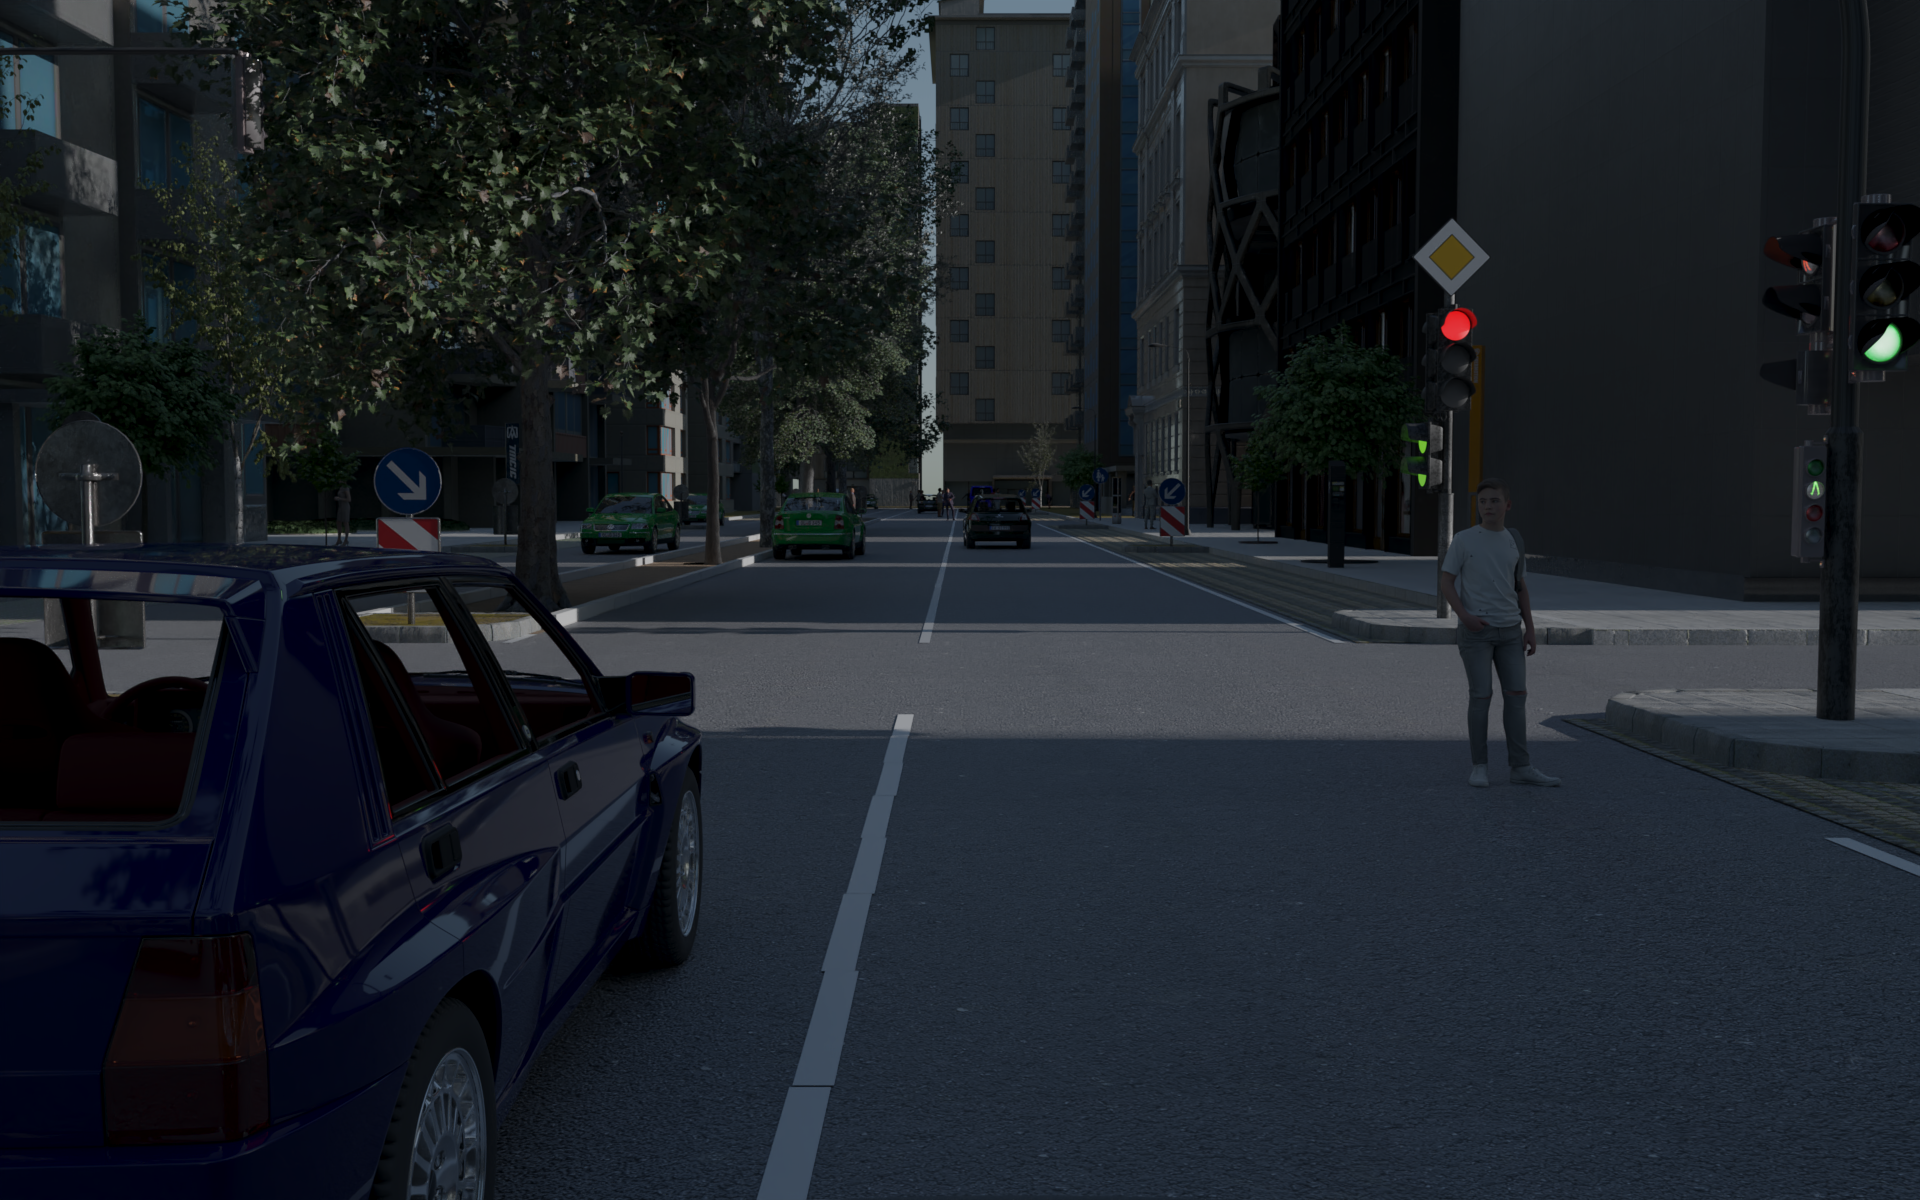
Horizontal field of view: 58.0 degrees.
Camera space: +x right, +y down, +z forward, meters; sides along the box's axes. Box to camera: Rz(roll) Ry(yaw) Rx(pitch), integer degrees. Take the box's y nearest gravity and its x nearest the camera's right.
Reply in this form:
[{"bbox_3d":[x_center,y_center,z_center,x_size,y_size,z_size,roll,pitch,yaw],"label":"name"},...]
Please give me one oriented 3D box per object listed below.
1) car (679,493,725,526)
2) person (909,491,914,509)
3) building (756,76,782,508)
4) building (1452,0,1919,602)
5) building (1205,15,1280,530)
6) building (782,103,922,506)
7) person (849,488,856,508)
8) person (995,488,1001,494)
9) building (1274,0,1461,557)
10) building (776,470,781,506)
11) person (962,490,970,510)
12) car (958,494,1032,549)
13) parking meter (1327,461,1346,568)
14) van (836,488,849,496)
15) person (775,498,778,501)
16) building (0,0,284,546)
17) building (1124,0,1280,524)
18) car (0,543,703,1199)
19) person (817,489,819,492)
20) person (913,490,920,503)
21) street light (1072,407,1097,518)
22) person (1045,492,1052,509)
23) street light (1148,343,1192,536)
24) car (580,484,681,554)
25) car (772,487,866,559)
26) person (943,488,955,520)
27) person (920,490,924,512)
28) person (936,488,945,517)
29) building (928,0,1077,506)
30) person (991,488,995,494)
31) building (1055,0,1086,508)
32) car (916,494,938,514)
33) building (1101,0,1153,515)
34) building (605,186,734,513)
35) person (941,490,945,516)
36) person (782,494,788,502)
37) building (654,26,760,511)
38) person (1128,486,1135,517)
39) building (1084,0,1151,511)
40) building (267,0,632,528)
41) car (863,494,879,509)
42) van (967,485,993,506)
[{"bbox_3d":[-11.534,-4.141,76.510,1.959,1.807,4.718,0,4,1],"label":"car"},{"bbox_3d":[-4.651,-9.585,165.764,0.434,1.755,0.990,0,4,8],"label":"person"},{"bbox_3d":[-29.814,-34.469,152.805,27.495,52.752,28.713,0,3,0],"label":"building"},{"bbox_3d":[21.219,-14.163,25.080,24.014,27.812,14.314,0,3,0],"label":"building"},{"bbox_3d":[17.539,-12.065,64.707,16.820,18.784,16.811,0,3,0],"label":"building"},{"bbox_3d":[-11.069,-30.655,184.804,14.086,41.232,14.154,0,3,0],"label":"building"},{"bbox_3d":[-6.003,-5.396,97.271,0.434,1.755,0.990,0,4,-5],"label":"person"},{"bbox_3d":[2.526,-6.473,114.331,1.348,1.824,0.705,-2,4,-28],"label":"person"},{"bbox_3d":[15.457,-13.028,42.692,12.332,23.373,15.834,0,3,0],"label":"building"},{"bbox_3d":[-25.444,-30.670,185.054,14.086,41.232,14.154,0,3,0],"label":"building"},{"bbox_3d":[0.810,-8.927,154.480,1.348,1.821,0.705,0,4,5],"label":"person"},{"bbox_3d":[0.973,-2.253,46.629,2.009,1.686,4.222,0,4,-1],"label":"car"},{"bbox_3d":[6.554,-1.495,30.149,0.255,1.863,0.399,0,4,5],"label":"parking meter"},{"bbox_3d":[-8.551,-6.968,120.939,2.013,2.044,4.112,0,4,-1],"label":"van"},{"bbox_3d":[-14.043,-7.323,129.039,1.065,1.426,0.557,1,4,22],"label":"person"},{"bbox_3d":[-28.622,-25.304,33.335,23.786,49.044,30.456,0,3,0],"label":"building"},{"bbox_3d":[15.627,-18.161,82.835,13.634,28.700,20.117,0,3,0],"label":"building"},{"bbox_3d":[-1.676,0.518,4.111,1.945,1.354,3.894,0,3,0],"label":"car"},{"bbox_3d":[-13.962,-10.041,170.233,1.348,1.822,0.705,-2,4,-27],"label":"person"},{"bbox_3d":[-3.666,-8.818,152.669,0.705,1.824,1.348,-2,4,-33],"label":"person"},{"bbox_3d":[6.637,-7.314,92.131,1.470,5.913,1.316,0,3,0],"label":"street light"},{"bbox_3d":[7.646,-8.605,149.973,0.697,1.427,0.421,-3,5,-40],"label":"person"},{"bbox_3d":[6.495,-4.955,53.551,1.470,5.913,1.316,0,3,0],"label":"street light"},{"bbox_3d":[-8.135,-2.088,42.936,1.959,1.807,4.718,0,4,2],"label":"car"},{"bbox_3d":[-3.161,-1.869,39.353,1.959,1.807,4.718,0,4,2],"label":"car"},{"bbox_3d":[-0.566,-5.218,94.261,0.683,1.767,0.568,0,4,-1],"label":"person"},{"bbox_3d":[-2.862,-7.745,135.858,0.721,1.743,1.217,1,4,19],"label":"person"},{"bbox_3d":[-1.215,-6.014,106.826,0.705,1.824,1.348,-2,4,-26],"label":"person"},{"bbox_3d":[10.466,-36.850,191.736,27.495,52.752,28.713,0,3,0],"label":"building"},{"bbox_3d":[2.366,-6.952,122.105,1.348,1.831,0.705,-1,4,-17],"label":"person"},{"bbox_3d":[20.685,-32.505,151.057,23.786,49.044,30.456,0,3,0],"label":"building"},{"bbox_3d":[-2.259,-7.187,127.288,2.009,1.686,4.222,0,4,0],"label":"car"},{"bbox_3d":[25.579,-25.547,109.573,32.217,40.220,23.993,0,3,0],"label":"building"},{"bbox_3d":[-29.852,-16.058,107.595,27.650,21.520,28.899,0,3,0],"label":"building"},{"bbox_3d":[-1.163,-6.302,112.470,0.756,1.711,0.436,1,4,11],"label":"person"},{"bbox_3d":[-15.504,-8.782,152.811,0.799,1.438,0.628,0,4,-5],"label":"person"},{"bbox_3d":[-22.777,-27.208,128.439,14.154,41.232,14.086,0,3,0],"label":"building"},{"bbox_3d":[9.933,-5.577,97.750,1.217,1.766,0.721,-3,5,-39],"label":"person"},{"bbox_3d":[16.669,-29.258,128.486,14.600,45.320,14.200,0,3,0],"label":"building"},{"bbox_3d":[-27.236,-25.819,76.773,22.147,44.769,28.867,0,3,0],"label":"building"},{"bbox_3d":[-8.767,-9.374,165.069,2.131,1.459,4.920,0,3,0],"label":"car"},{"bbox_3d":[1.667,-7.823,132.291,2.240,2.365,5.245,0,4,1],"label":"van"}]
